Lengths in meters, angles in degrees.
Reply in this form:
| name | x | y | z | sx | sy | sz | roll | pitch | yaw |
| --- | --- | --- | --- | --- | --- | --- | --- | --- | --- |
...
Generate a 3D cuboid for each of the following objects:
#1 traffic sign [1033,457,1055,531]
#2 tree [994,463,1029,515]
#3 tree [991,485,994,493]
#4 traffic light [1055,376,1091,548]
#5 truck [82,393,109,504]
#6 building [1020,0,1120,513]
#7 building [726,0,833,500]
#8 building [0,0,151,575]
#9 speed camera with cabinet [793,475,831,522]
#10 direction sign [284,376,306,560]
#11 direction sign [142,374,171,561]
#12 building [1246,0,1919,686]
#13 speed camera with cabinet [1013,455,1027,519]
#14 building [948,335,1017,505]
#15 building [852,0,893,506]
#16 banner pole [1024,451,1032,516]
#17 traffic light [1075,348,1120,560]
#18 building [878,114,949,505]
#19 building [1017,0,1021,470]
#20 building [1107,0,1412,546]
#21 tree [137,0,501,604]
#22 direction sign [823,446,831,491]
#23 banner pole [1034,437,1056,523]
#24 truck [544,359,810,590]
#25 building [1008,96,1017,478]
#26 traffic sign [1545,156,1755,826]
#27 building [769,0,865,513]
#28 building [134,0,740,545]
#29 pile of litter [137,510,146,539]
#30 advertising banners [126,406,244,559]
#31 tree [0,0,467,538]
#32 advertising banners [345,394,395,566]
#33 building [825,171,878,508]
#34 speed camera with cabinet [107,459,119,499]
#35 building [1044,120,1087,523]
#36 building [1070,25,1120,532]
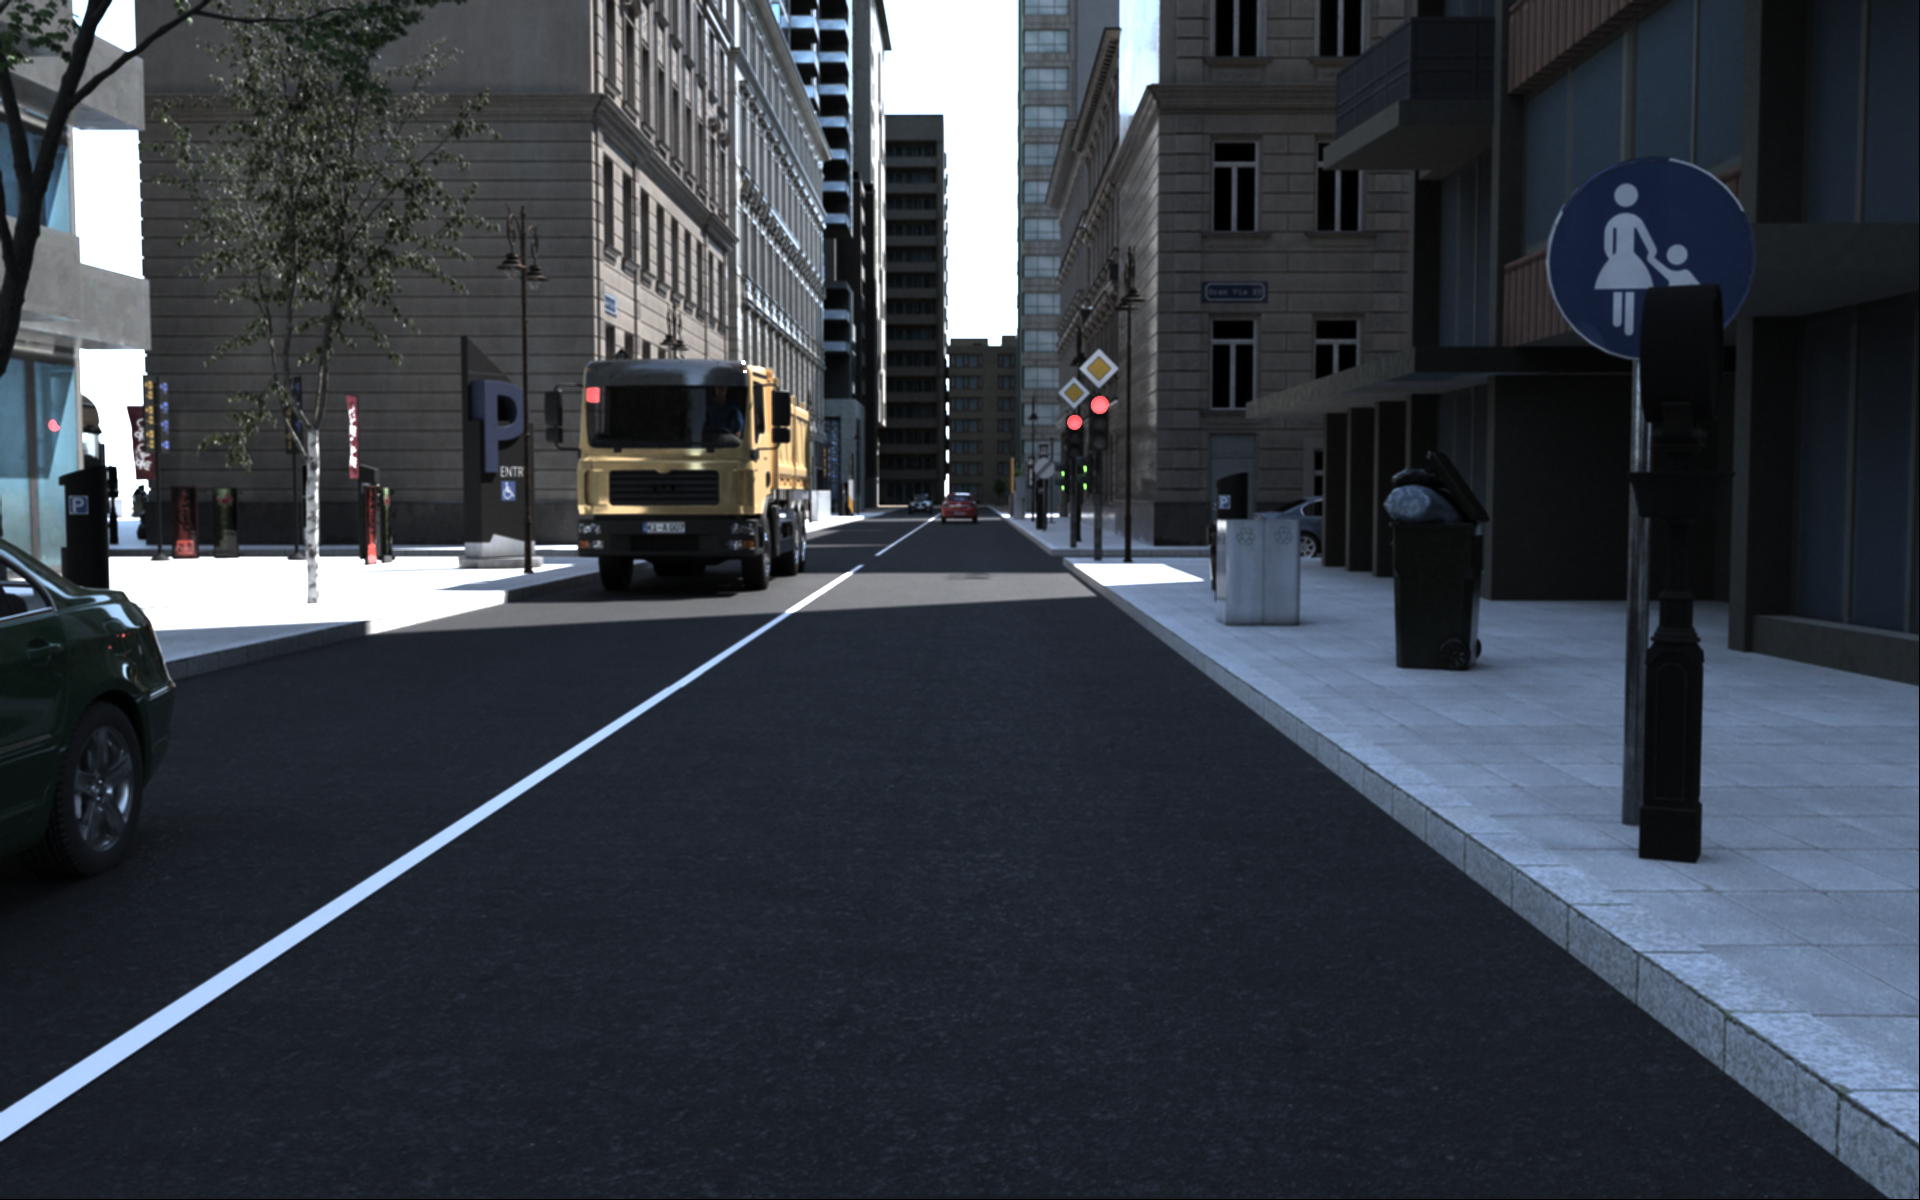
| name | x | y | z | sx | sy | sz | roll | pitch | yaw |
| --- | --- | --- | --- | --- | --- | --- | --- | --- | --- |
| traffic sign | 2.920 | -3.657 | 59.900 | 0.768 | 2.556 | 0.104 | 0 | 4 | 4 |
| tree | 3.544 | -7.312 | 114.145 | 1.663 | 3.219 | 1.824 | 0 | 3 | 0 |
| tree | 4.601 | -12.203 | 194.119 | 1.663 | 3.219 | 1.824 | 0 | 3 | 0 |
| traffic light | 2.701 | -3.211 | 41.418 | 0.839 | 4.253 | 0.868 | 0 | 4 | 0 |
| truck | -24.211 | -3.010 | 38.123 | 11.283 | 4.237 | 2.839 | 0 | 3 | 0 |
| building | 11.340 | -26.994 | 124.945 | 14.154 | 41.232 | 14.086 | 0 | 4 | 0 |
| building | -16.622 | -19.186 | 90.108 | 17.030 | 29.872 | 44.131 | 0 | 4 | 0 |
| building | -26.968 | -24.316 | 17.184 | 30.456 | 49.044 | 23.786 | 0 | 4 | 0 |
| speed camera with cabinet | -6.781 | -5.205 | 79.443 | 0.660 | 3.252 | 2.038 | 2 | 4 | 35 |
| direction sign | -12.938 | -2.550 | 33.686 | 0.379 | 3.537 | 0.876 | -3 | 5 | -40 |
| direction sign | -15.385 | -2.521 | 33.210 | 0.379 | 3.537 | 0.876 | 0 | 4 | 4 |
| building | 16.001 | -22.163 | 16.993 | 22.147 | 44.769 | 28.867 | 0 | 4 | 0 |
| speed camera with cabinet | 3.047 | -5.794 | 89.060 | 0.660 | 3.252 | 2.038 | 0 | 4 | -2 |
| building | 13.178 | -22.627 | 214.994 | 28.899 | 21.520 | 27.650 | 0 | 4 | 0 |
| building | -21.221 | -35.932 | 176.726 | 27.495 | 52.752 | 28.713 | 0 | 4 | 0 |
| banner pole | 4.020 | -6.812 | 101.387 | 0.863 | 3.779 | 0.401 | 1 | 4 | 19 |
| traffic light | 2.653 | -2.722 | 33.433 | 0.839 | 4.253 | 0.868 | 0 | 4 | 0 |
| building | -12.275 | -35.947 | 211.438 | 21.600 | 48.544 | 21.300 | 0 | 4 | 0 |
| building | 15.312 | -36.912 | 145.503 | 21.231 | 58.520 | 28.212 | 0 | 4 | 0 |
| building | 16.933 | -15.303 | 47.468 | 25.104 | 27.353 | 12.463 | 0 | 4 | 0 |
| tree | -7.557 | -4.276 | 20.268 | 4.360 | 8.622 | 3.978 | 0 | 3 | 0 |
| direction sign | -6.350 | -5.537 | 82.525 | 0.379 | 3.537 | 0.876 | 1 | 4 | 20 |
| banner pole | 3.839 | -5.292 | 76.537 | 0.863 | 3.779 | 0.401 | 2 | 4 | 28 |
| truck | -4.113 | -1.966 | 28.075 | 3.469 | 3.379 | 9.791 | 0 | 3 | 0 |
| building | 16.980 | -34.016 | 175.768 | 23.786 | 49.044 | 30.456 | 0 | 4 | 0 |
| traffic sign | 2.618 | -0.401 | 6.659 | 0.768 | 2.556 | 0.104 | 0 | 4 | 5 |
| building | -18.149 | -50.011 | 130.346 | 22.319 | 86.520 | 31.000 | 0 | 4 | 0 |
| building | -14.661 | -15.758 | 54.912 | 12.463 | 27.353 | 25.104 | 0 | 4 | 0 |
| pile of litter | -23.028 | -2.186 | 49.707 | 1.176 | 0.858 | 1.719 | 0 | 4 | -3 |
| advertising banners | -15.329 | -2.329 | 34.266 | 2.074 | 3.025 | 0.090 | -1 | 4 | -16 |
| tree | -7.702 | -5.376 | 13.651 | 9.928 | 11.665 | 9.643 | 0 | 3 | 0 |
| advertising banners | -10.665 | -2.148 | 31.311 | 0.090 | 3.025 | 2.074 | 0 | 4 | 3 |
| building | -14.782 | -23.416 | 154.549 | 14.160 | 30.474 | 14.107 | 0 | 4 | 0 |
| speed camera with cabinet | -48.176 | -6.267 | 96.801 | 2.038 | 3.252 | 0.660 | -2 | 4 | -34 |
| building | 10.023 | -15.021 | 96.507 | 10.553 | 20.767 | 40.483 | 0 | 4 | 0 |
| building | 9.986 | -12.300 | 65.732 | 10.561 | 19.102 | 19.286 | 0 | 4 | 0 |
